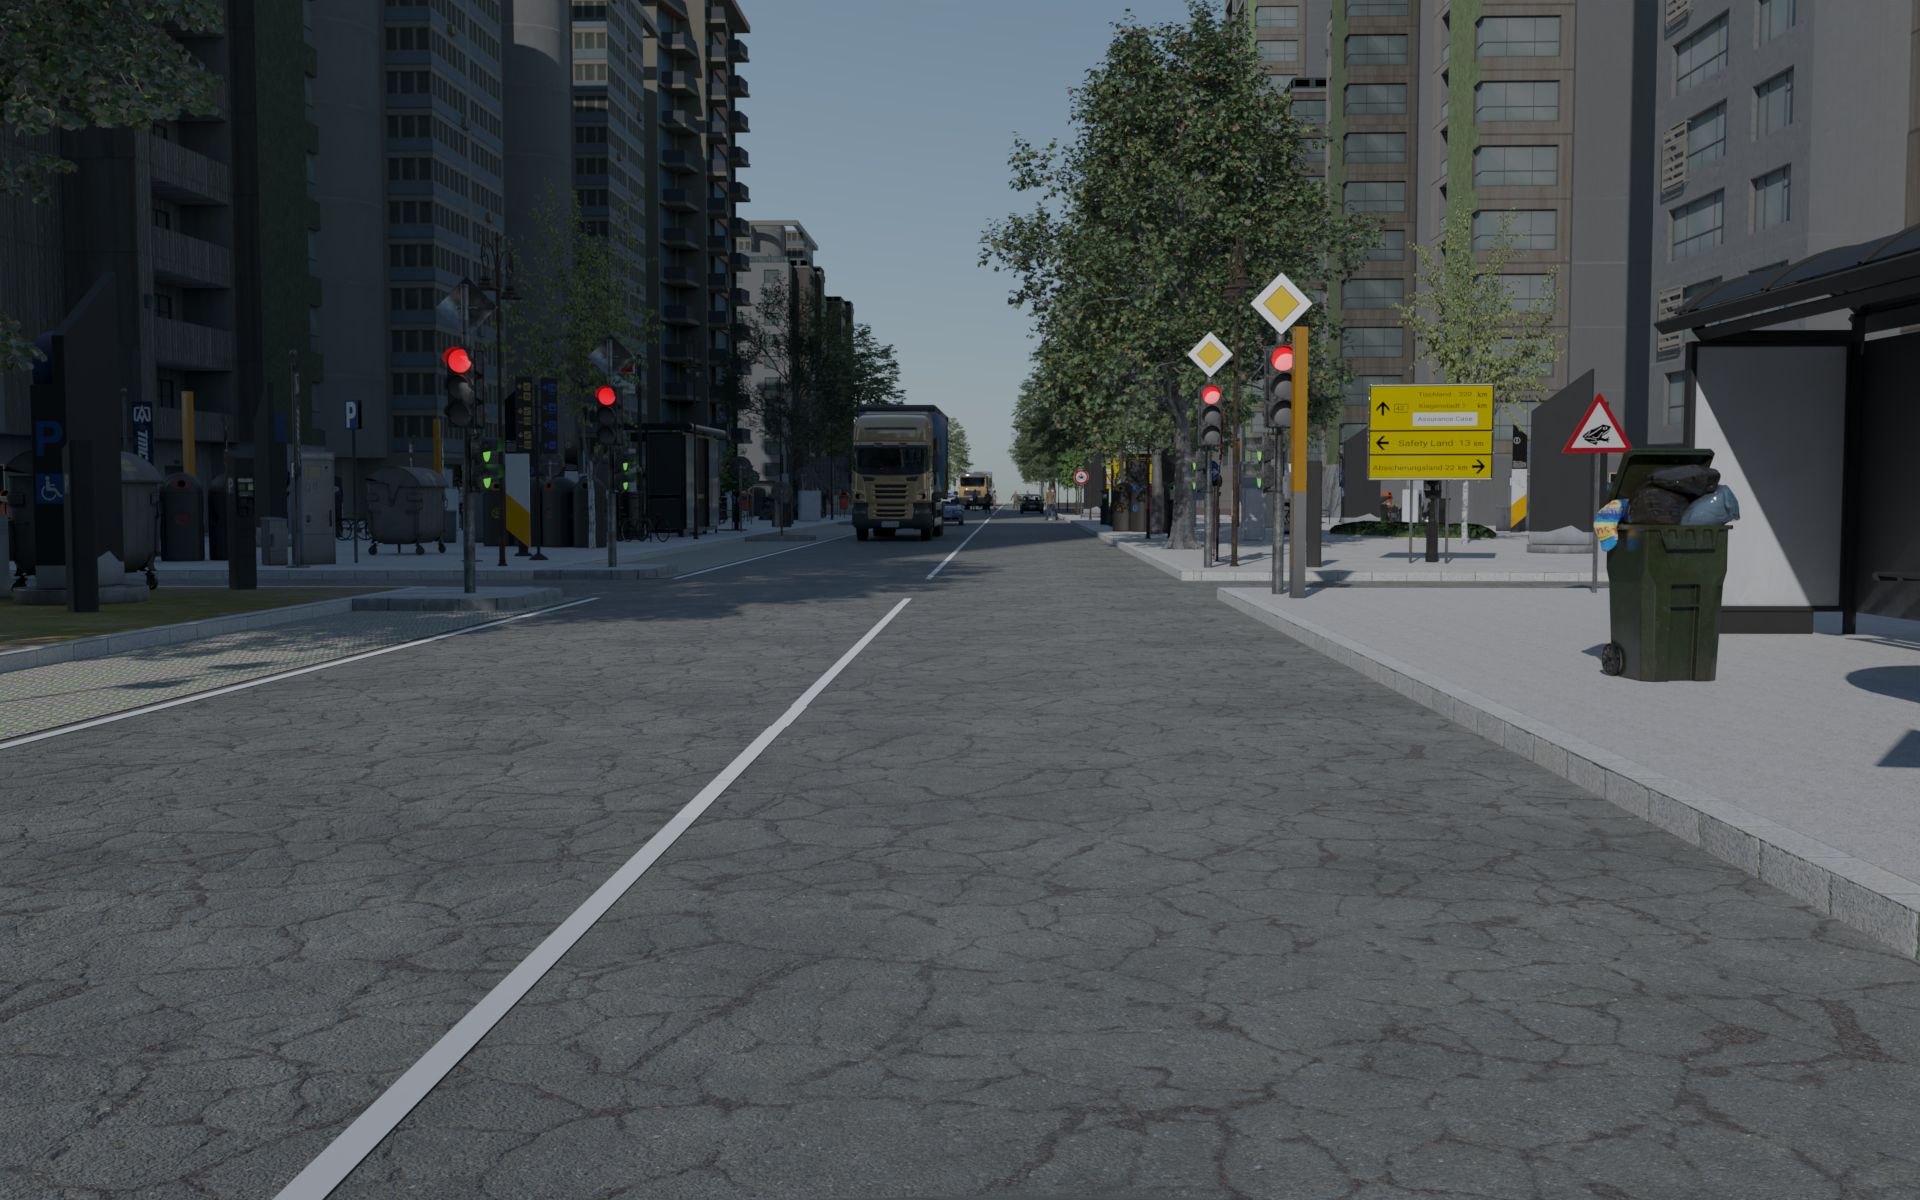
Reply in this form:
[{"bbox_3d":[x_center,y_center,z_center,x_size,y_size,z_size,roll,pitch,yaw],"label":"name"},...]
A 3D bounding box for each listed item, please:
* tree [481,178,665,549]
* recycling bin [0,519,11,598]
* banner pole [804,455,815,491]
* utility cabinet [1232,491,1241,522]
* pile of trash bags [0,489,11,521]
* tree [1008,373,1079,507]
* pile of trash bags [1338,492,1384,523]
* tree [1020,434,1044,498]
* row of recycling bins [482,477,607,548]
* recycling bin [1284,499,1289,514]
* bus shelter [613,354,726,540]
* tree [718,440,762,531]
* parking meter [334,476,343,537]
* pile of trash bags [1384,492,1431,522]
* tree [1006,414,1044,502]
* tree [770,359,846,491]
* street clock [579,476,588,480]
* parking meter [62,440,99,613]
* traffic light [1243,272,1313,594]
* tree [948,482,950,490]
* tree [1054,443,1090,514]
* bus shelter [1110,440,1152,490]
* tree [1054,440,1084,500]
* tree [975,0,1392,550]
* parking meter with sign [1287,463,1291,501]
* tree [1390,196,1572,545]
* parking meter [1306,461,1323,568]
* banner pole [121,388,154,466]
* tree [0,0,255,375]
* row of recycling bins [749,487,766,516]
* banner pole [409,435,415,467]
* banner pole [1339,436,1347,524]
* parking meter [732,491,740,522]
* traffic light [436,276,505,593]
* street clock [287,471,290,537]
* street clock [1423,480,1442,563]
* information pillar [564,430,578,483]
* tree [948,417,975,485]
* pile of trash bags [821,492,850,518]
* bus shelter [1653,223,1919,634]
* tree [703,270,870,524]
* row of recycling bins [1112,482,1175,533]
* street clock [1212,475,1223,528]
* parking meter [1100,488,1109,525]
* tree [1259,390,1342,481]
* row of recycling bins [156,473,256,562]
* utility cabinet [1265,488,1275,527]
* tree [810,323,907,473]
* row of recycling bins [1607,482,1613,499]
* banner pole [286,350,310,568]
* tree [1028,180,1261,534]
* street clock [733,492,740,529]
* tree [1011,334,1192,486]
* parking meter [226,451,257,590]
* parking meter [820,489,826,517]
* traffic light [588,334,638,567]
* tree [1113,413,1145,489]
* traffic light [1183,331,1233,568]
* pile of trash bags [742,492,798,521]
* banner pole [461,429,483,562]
[{"bbox_3d":[-8.722,-5.498,40.248,4.737,8.622,4.395,0,3,0],"label":"tree"},{"bbox_3d":[-12.184,-0.530,21.224,0.722,1.027,0.722,0,4,-1],"label":"recycling bin"},{"bbox_3d":[-8.877,-6.817,101.482,0.863,3.779,0.401,1,4,19],"label":"banner pole"},{"bbox_3d":[12.891,-4.260,78.326,1.173,1.500,0.318,2,4,31],"label":"utility cabinet"},{"bbox_3d":[-19.185,-1.455,33.550,3.447,1.369,1.912,2,4,27],"label":"pile of trash bags"},{"bbox_3d":[9.306,-16.286,172.925,9.857,13.997,8.962,0,3,0],"label":"tree"},{"bbox_3d":[18.676,-4.207,78.534,1.912,1.369,3.447,3,5,40],"label":"pile of trash bags"},{"bbox_3d":[12.005,-19.956,252.040,9.928,11.665,9.643,0,3,0],"label":"tree"},{"bbox_3d":[-10.101,-2.141,42.125,3.534,1.692,1.069,2,4,24],"label":"row of recycling bins"},{"bbox_3d":[14.861,-4.178,80.864,0.722,1.027,0.722,-3,5,-44],"label":"recycling bin"},{"bbox_3d":[-8.901,-4.578,52.476,2.179,5.291,8.768,0,4,2],"label":"bus shelter"},{"bbox_3d":[-8.047,-4.039,60.634,1.663,3.219,1.824,0,3,0],"label":"tree"},{"bbox_3d":[-18.456,-2.782,51.202,0.399,1.863,0.255,-2,4,-32],"label":"parking meter"},{"bbox_3d":[18.192,-3.607,68.732,1.912,1.369,3.447,2,4,23],"label":"pile of trash bags"},{"bbox_3d":[11.309,-20.020,237.689,12.009,13.543,11.850,0,3,0],"label":"tree"},{"bbox_3d":[-7.645,-8.546,90.086,4.360,8.622,3.978,0,3,0],"label":"tree"},{"bbox_3d":[-14.928,-3.946,69.079,0.358,2.002,0.471,3,5,41],"label":"street clock"},{"bbox_3d":[-9.597,-0.806,18.897,0.255,1.863,0.399,-3,5,-39],"label":"parking meter"},{"bbox_3d":[4.053,-2.029,22.089,0.839,4.253,0.868,0,4,2],"label":"traffic light"},{"bbox_3d":[-2.106,-14.884,237.949,1.663,3.219,1.824,0,3,0],"label":"tree"},{"bbox_3d":[7.553,-7.806,111.349,4.285,4.588,4.351,0,3,0],"label":"tree"},{"bbox_3d":[9.523,-7.085,93.472,2.179,5.291,8.768,0,4,2],"label":"bus shelter"},{"bbox_3d":[9.123,-11.066,131.290,4.360,8.622,3.978,0,3,0],"label":"tree"},{"bbox_3d":[5.186,-7.532,40.163,9.611,12.733,9.660,0,3,0],"label":"tree"},{"bbox_3d":[19.022,-6.247,98.402,0.543,3.016,1.738,1,4,23],"label":"parking meter with sign"},{"bbox_3d":[13.059,-5.711,43.735,4.737,8.622,4.395,0,3,0],"label":"tree"},{"bbox_3d":[6.216,-1.509,30.386,0.255,1.863,0.399,1,4,13],"label":"parking meter"},{"bbox_3d":[-19.501,-3.119,41.020,0.863,3.779,0.401,-1,4,-11],"label":"banner pole"},{"bbox_3d":[-9.573,-6.436,11.887,9.857,13.997,8.962,0,3,0],"label":"tree"},{"bbox_3d":[-11.820,-5.753,101.172,1.069,1.692,3.534,0,4,-6],"label":"row of recycling bins"},{"bbox_3d":[-23.155,-5.093,73.283,0.401,3.779,0.863,0,4,2],"label":"banner pole"},{"bbox_3d":[16.351,-5.139,74.039,0.401,3.779,0.863,2,4,34],"label":"banner pole"},{"bbox_3d":[-10.173,-4.309,78.869,0.372,1.533,0.369,0,3,0],"label":"parking meter"},{"bbox_3d":[-6.353,-2.048,22.398,0.839,4.253,0.868,0,4,2],"label":"traffic light"},{"bbox_3d":[-20.224,-2.892,51.847,0.471,2.002,0.358,-2,4,-24],"label":"street clock"},{"bbox_3d":[8.872,-1.710,32.521,0.471,2.002,0.358,2,4,35],"label":"street clock"},{"bbox_3d":[-14.172,-4.388,63.092,0.504,3.616,0.183,-1,4,-22],"label":"information pillar"},{"bbox_3d":[-1.436,-20.575,254.533,7.486,12.596,7.792,0,3,0],"label":"tree"},{"bbox_3d":[-7.563,-5.041,92.179,3.447,1.369,1.912,0,4,2],"label":"pile of trash bags"},{"bbox_3d":[7.343,-1.187,13.330,2.014,3.302,5.546,0,4,2],"label":"bus shelter"},{"bbox_3d":[-7.436,-8.498,73.359,8.767,10.594,7.601,2,4,33],"label":"tree"},{"bbox_3d":[6.405,-3.119,58.115,1.069,1.692,3.534,-2,4,-34],"label":"row of recycling bins"},{"bbox_3d":[9.761,-3.744,65.782,0.358,2.002,0.471,2,4,34],"label":"street clock"},{"bbox_3d":[6.038,-3.904,72.249,0.372,1.533,0.369,0,3,0],"label":"parking meter"},{"bbox_3d":[17.002,-8.372,87.245,4.360,8.622,3.978,0,3,0],"label":"tree"},{"bbox_3d":[-15.313,-1.580,32.948,3.534,1.692,1.069,-2,4,-34],"label":"row of recycling bins"},{"bbox_3d":[11.820,-3.554,66.792,0.318,1.500,1.173,2,4,33],"label":"utility cabinet"},{"bbox_3d":[-6.974,-12.055,115.223,7.486,12.596,7.792,0,3,0],"label":"tree"},{"bbox_3d":[20.905,-2.919,54.835,1.069,1.692,3.534,0,3,0],"label":"row of recycling bins"},{"bbox_3d":[-11.442,-2.440,29.915,0.401,3.779,0.863,-2,4,-28],"label":"banner pole"},{"bbox_3d":[6.013,-8.396,55.396,7.486,12.596,7.792,0,3,0],"label":"tree"},{"bbox_3d":[-8.058,-3.538,62.411,0.358,2.002,0.471,-1,4,-8],"label":"street clock"},{"bbox_3d":[6.833,-8.571,74.541,7.601,10.594,8.767,2,4,23],"label":"tree"},{"bbox_3d":[-9.665,-1.076,23.297,0.255,1.863,0.399,-3,5,-44],"label":"parking meter"},{"bbox_3d":[-7.647,-5.567,96.730,0.255,1.863,0.399,-2,4,-31],"label":"parking meter"},{"bbox_3d":[-6.104,-2.536,30.379,0.839,4.253,0.868,0,4,2],"label":"traffic light"},{"bbox_3d":[7.551,-8.053,82.032,4.737,8.622,4.395,0,3,0],"label":"tree"},{"bbox_3d":[4.303,-2.517,30.071,0.839,4.253,0.868,0,4,2],"label":"traffic light"},{"bbox_3d":[-9.189,-4.580,84.641,3.447,1.369,1.912,-3,4,-38],"label":"pile of trash bags"},{"bbox_3d":[-9.255,-2.628,32.982,0.401,3.779,0.863,0,4,-1],"label":"banner pole"}]
